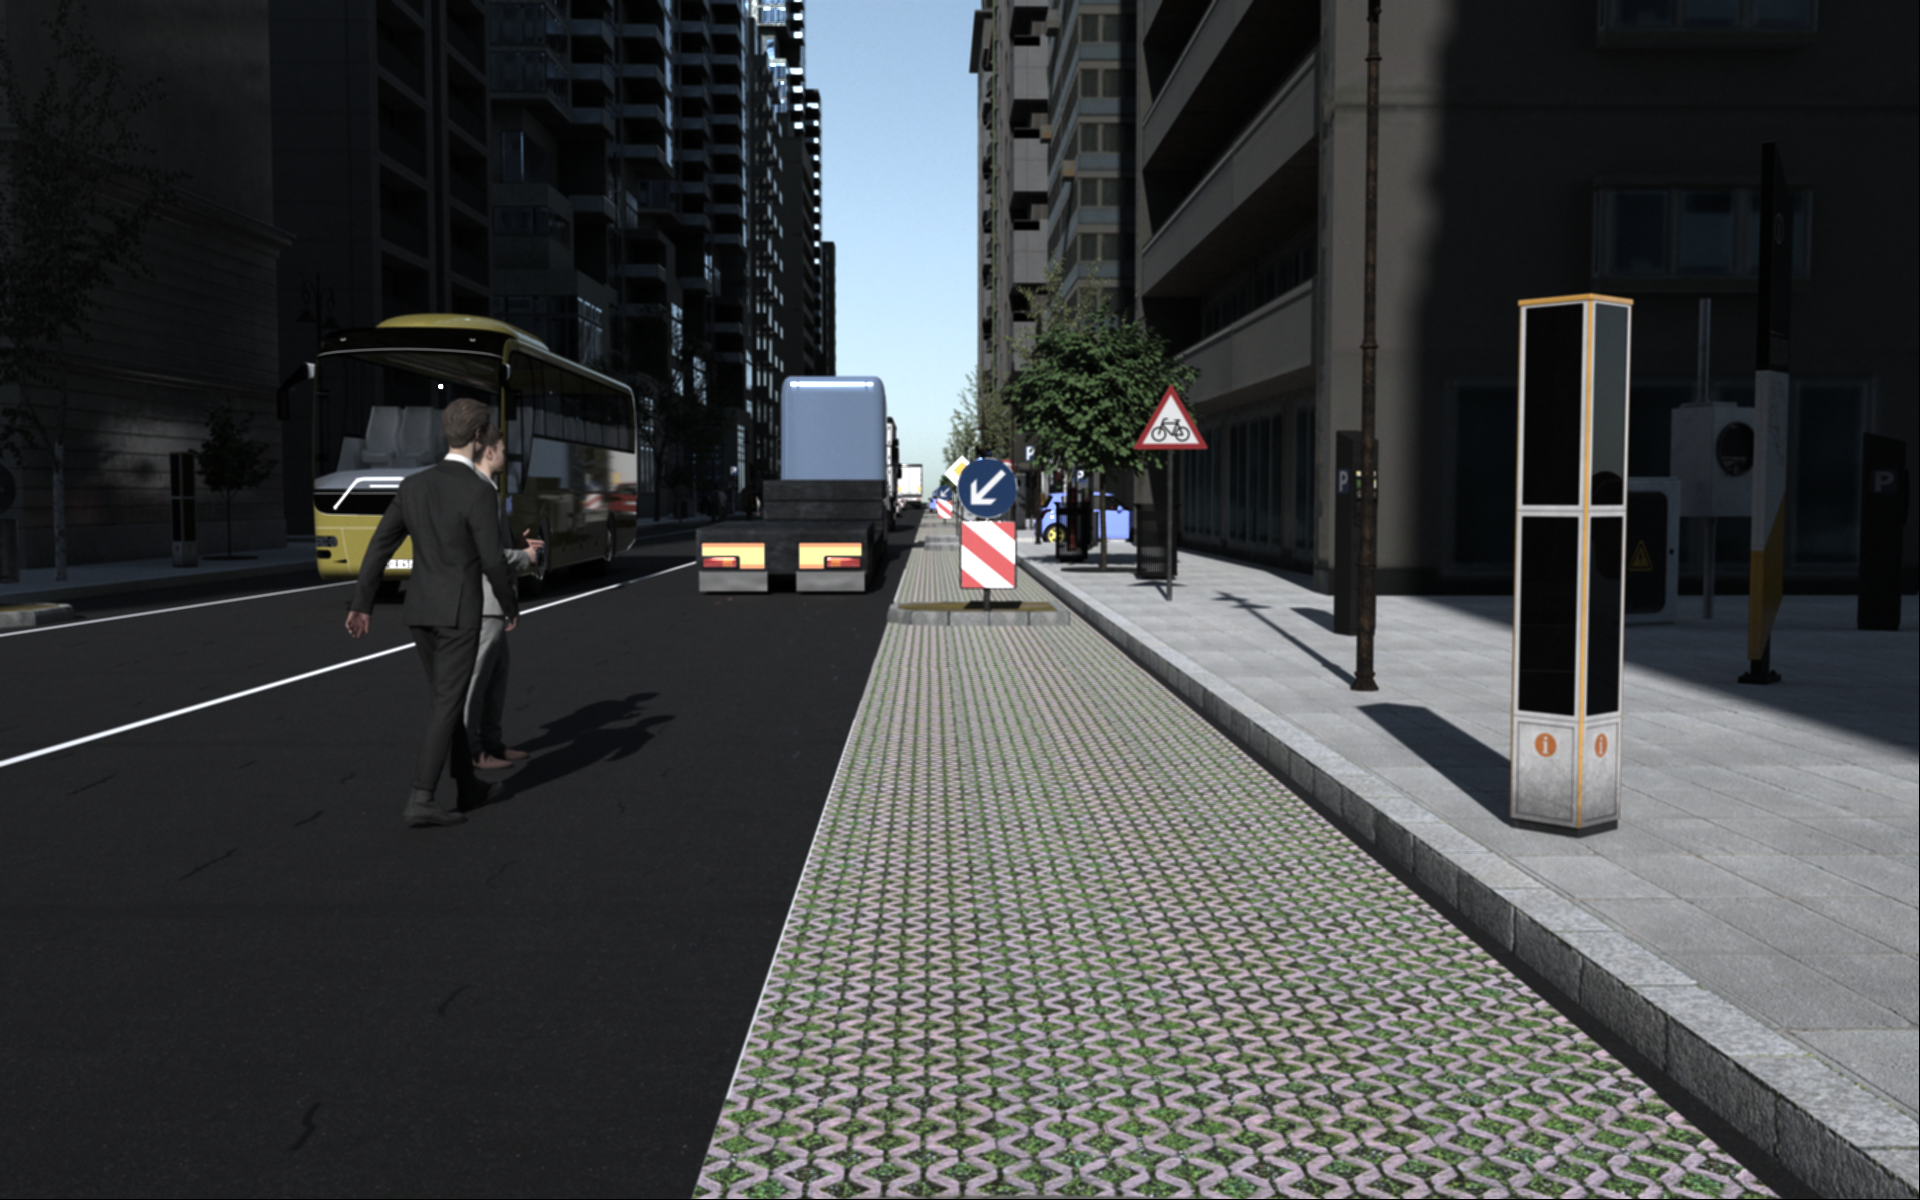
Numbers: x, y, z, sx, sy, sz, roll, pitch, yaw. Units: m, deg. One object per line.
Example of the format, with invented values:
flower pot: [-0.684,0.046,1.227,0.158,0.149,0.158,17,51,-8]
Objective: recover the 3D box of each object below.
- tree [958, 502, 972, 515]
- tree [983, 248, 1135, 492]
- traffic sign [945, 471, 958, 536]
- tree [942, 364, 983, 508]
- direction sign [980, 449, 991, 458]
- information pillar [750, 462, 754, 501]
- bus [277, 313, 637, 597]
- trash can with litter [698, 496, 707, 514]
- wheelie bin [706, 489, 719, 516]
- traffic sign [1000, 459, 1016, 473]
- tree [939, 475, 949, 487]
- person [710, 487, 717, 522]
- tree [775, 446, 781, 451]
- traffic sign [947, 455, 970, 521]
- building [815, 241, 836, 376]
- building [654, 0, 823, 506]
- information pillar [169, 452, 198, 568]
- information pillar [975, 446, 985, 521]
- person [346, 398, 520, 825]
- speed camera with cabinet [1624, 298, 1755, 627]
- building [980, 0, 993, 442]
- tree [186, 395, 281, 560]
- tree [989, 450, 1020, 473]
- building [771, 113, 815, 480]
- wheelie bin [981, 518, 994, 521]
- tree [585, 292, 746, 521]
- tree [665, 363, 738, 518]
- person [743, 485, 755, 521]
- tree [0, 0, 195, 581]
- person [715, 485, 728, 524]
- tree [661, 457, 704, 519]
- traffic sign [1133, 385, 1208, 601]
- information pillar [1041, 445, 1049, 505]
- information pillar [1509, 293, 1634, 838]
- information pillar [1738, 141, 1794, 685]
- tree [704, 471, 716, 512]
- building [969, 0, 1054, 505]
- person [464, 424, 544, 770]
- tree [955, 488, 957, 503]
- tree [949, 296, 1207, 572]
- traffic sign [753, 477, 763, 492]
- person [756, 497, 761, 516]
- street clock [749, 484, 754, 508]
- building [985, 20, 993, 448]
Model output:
tree: [1.067,-6.872,106.953,1.663,3.219,1.824,0,3,0]
tree: [3.452,-6.271,52.901,4.737,8.622,4.395,0,3,0]
traffic sign: [-0.081,-2.997,52.649,0.795,2.450,0.064,0,4,-1]
tree: [1.624,-8.975,97.103,4.737,8.622,4.395,0,3,0]
direction sign: [1.231,-5.840,87.485,0.876,3.537,0.379,-3,5,-39]
information pillar: [-15.212,-8.261,126.420,0.183,3.616,0.504,1,4,18]
bus: [-7.216,-2.192,27.387,2.896,3.916,12.252,0,4,-3]
trash can with litter: [-16.574,-6.120,111.448,0.624,1.170,1.055,-1,4,-16]
wheelie bin: [-14.319,-5.670,100.614,0.693,1.594,0.980,1,4,13]
traffic sign: [1.669,-3.842,62.926,0.768,2.556,0.104,1,4,9]
tree: [-1.269,-16.324,250.606,4.285,4.588,4.351,0,3,0]
person: [-12.640,-4.906,88.901,0.419,1.800,0.721,-1,4,-18]
tree: [-16.844,-18.013,204.882,12.009,13.543,11.850,0,3,0]
traffic sign: [0.055,-2.509,44.665,0.795,2.450,0.064,0,4,-1]
building: [-26.941,-36.038,272.810,14.154,41.232,14.086,0,4,-1]
building: [-29.772,-57.259,248.850,22.319,86.520,31.000,0,4,-1]
information pillar: [-13.605,-1.581,30.348,0.304,2.012,0.304,2,4,28]
information pillar: [0.966,-5.654,83.797,0.504,3.616,0.183,-2,4,-33]
person: [-2.219,0.038,7.654,0.659,1.850,0.755,2,4,28]
speed camera with cabinet: [6.989,-1.397,17.173,2.038,3.252,0.660,-2,4,-24]
building: [11.248,-49.669,250.344,20.563,71.187,20.611,0,4,-1]
tree: [-14.383,-2.411,34.023,1.663,3.219,1.824,0,3,0]
tree: [1.927,-4.973,75.910,1.663,3.219,1.824,0,3,0]
building: [-30.178,-36.700,223.748,21.300,48.544,21.600,0,4,-1]
wheelie bin: [1.350,-4.500,81.487,0.980,1.594,0.693,0,4,3]
tree: [-14.240,-8.946,80.684,8.767,10.594,7.601,0,4,-7]
tree: [-14.271,-8.810,94.408,4.737,8.622,4.395,0,3,0]
person: [-9.138,-4.067,74.912,0.656,1.842,0.836,1,4,18]
tree: [-13.531,-4.584,25.314,4.360,8.622,3.978,0,3,0]
person: [-9.666,-3.750,70.043,0.641,1.798,0.478,1,4,21]
tree: [-14.575,-5.849,90.233,1.663,3.219,1.824,0,3,0]
traffic sign: [2.511,-1.267,20.714,0.884,2.594,0.081,0,4,2]
information pillar: [3.170,-4.465,64.350,0.183,3.616,0.504,2,4,29]
information pillar: [2.320,-0.128,6.588,0.304,2.012,0.304,-3,5,-40]
information pillar: [5.510,-1.249,11.770,0.183,3.616,0.504,3,5,40]
tree: [-18.482,-7.877,123.385,1.663,3.219,1.824,0,3,0]
building: [15.655,-36.576,187.260,28.713,52.752,27.495,0,4,-1]
person: [-2.415,-0.024,9.093,0.583,1.804,0.606,-2,4,-35]
tree: [-0.484,-16.139,258.478,1.663,3.219,1.824,0,3,0]
tree: [2.380,-2.768,28.977,4.285,4.588,4.351,0,3,0]
traffic sign: [-14.691,-7.693,125.894,0.768,2.556,0.104,0,4,0]
person: [-13.058,-6.044,112.000,0.352,1.250,0.332,1,4,16]
street clock: [-14.781,-7.228,122.753,0.358,2.002,0.471,-2,4,-33]
building: [13.554,-30.866,159.278,22.147,44.769,28.867,0,4,-1]
